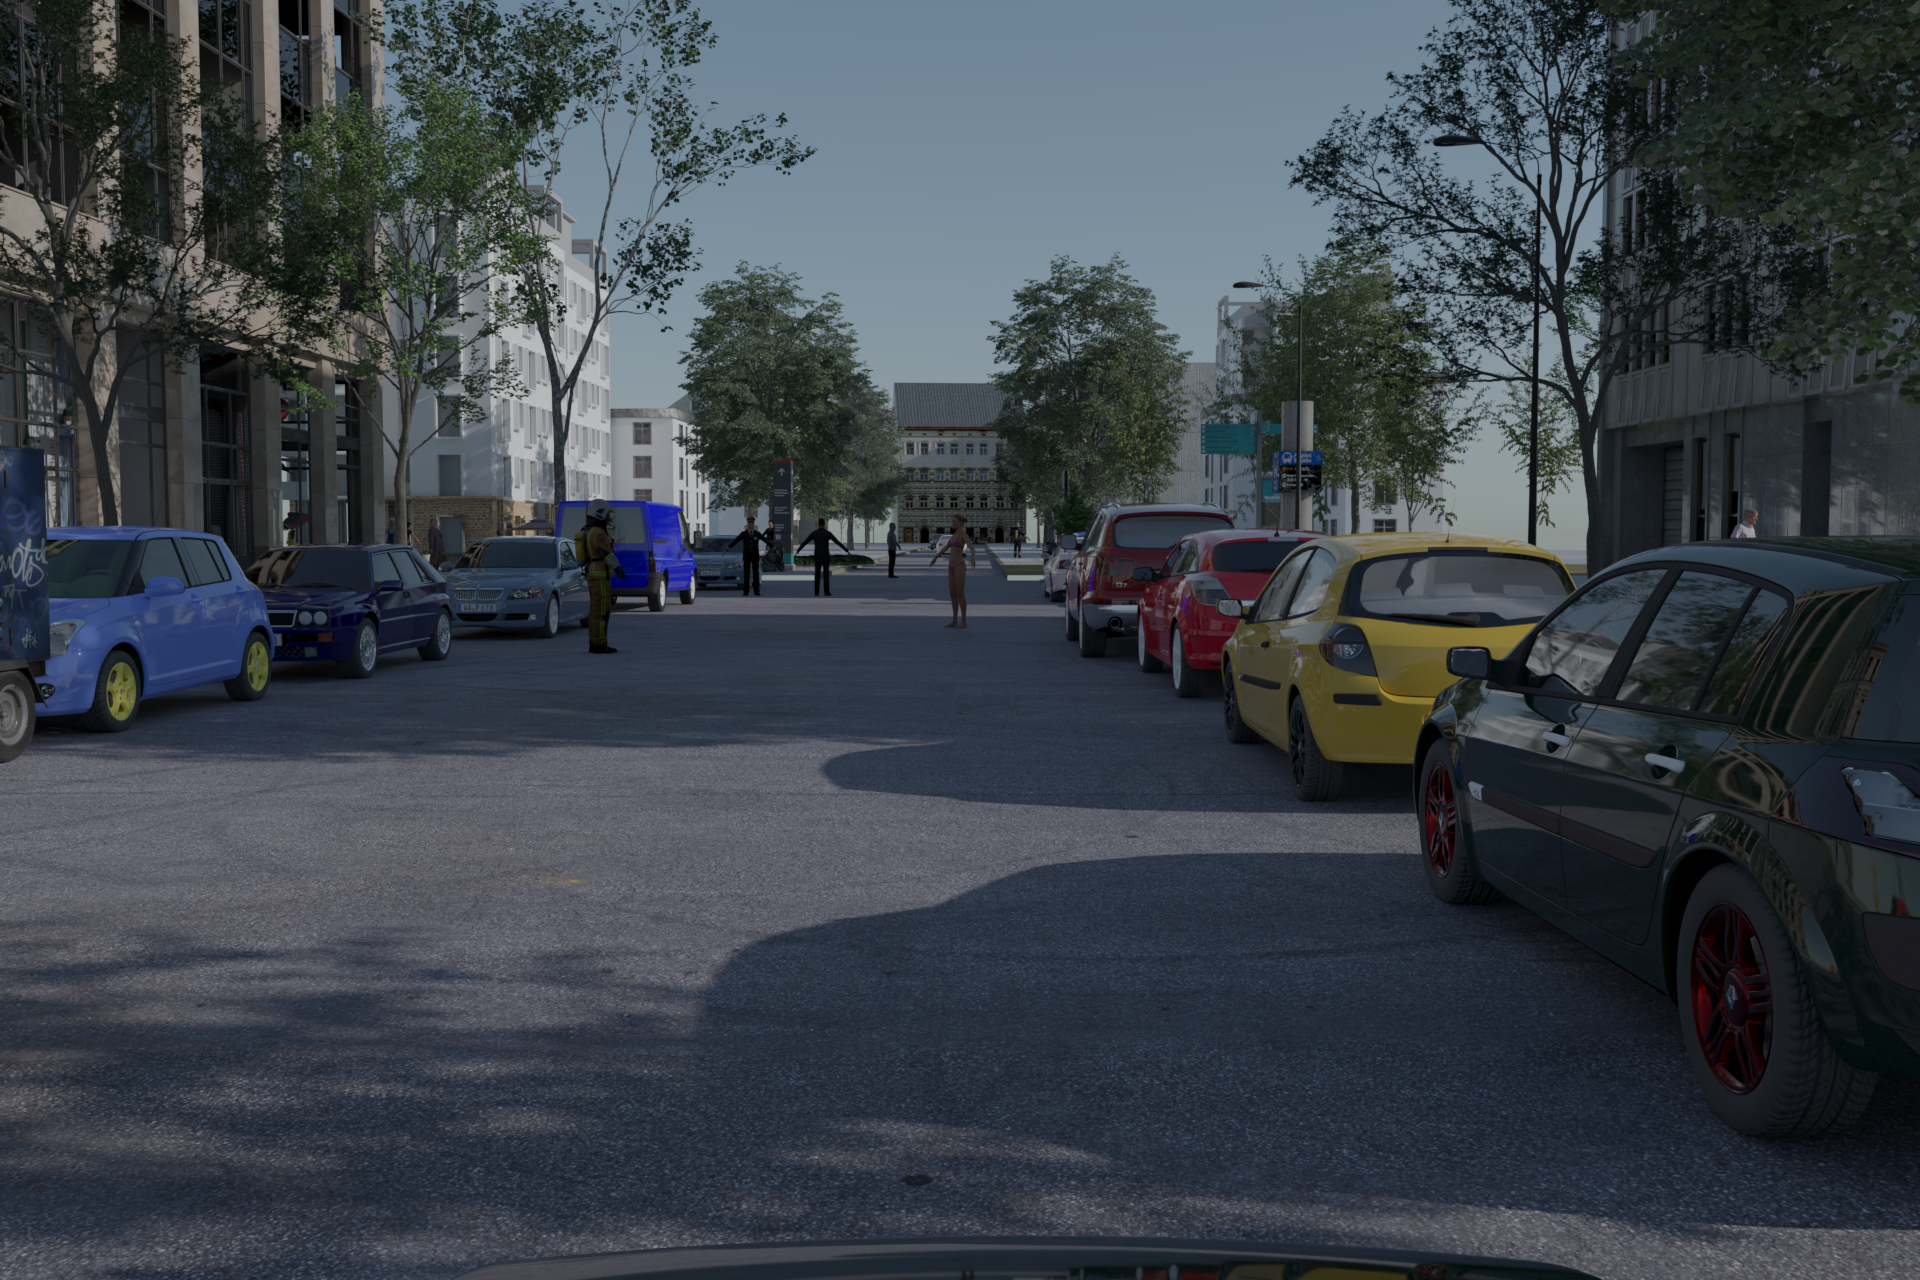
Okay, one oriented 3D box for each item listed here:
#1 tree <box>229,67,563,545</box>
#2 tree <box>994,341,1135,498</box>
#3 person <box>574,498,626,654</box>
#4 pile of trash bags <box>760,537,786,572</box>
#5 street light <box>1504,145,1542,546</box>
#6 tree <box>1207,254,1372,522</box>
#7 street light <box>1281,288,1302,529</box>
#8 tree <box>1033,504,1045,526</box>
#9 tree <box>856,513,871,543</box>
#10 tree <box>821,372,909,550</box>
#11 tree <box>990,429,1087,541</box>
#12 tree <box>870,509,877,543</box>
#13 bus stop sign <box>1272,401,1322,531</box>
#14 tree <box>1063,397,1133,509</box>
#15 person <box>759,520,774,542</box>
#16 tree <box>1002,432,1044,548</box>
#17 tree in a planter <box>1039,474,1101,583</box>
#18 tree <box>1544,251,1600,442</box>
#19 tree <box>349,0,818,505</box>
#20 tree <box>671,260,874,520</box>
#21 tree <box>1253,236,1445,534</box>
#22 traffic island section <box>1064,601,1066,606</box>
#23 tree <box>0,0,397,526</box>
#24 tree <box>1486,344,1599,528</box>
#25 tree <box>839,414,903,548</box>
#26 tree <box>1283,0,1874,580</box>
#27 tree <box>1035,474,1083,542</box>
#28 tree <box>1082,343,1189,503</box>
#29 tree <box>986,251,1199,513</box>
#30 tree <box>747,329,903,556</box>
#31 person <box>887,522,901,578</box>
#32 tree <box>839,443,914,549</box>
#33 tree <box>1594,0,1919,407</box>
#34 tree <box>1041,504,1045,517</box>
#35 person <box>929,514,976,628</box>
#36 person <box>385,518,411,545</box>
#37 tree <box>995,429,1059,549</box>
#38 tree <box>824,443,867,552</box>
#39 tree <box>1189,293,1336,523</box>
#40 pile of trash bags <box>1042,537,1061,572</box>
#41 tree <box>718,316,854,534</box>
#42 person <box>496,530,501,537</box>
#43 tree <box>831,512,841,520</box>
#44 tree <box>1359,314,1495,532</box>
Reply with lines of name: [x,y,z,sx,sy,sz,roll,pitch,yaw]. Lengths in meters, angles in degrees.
tree: [-12.597,-6.931,39.080,9.928,11.665,9.643,0,3,0]
tree: [7.282,-12.174,109.408,12.009,13.543,11.850,0,3,0]
person: [-4.318,-0.773,20.859,0.705,1.858,1.354,-2,4,-26]
pile of trash bags: [-6.919,-2.991,58.651,1.912,1.369,3.447,0,4,1]
street light: [7.286,-2.921,20.305,1.470,5.913,1.316,0,4,0]
tree: [8.748,-5.771,44.710,4.737,8.622,4.395,0,3,0]
street light: [6.793,-3.634,31.964,1.470,5.913,1.316,0,4,0]
tree: [14.356,-20.411,251.841,7.486,12.596,7.792,0,3,0]
tree: [-13.090,-18.047,245.424,4.737,8.622,4.395,0,3,0]
tree: [-8.673,-14.085,136.945,9.857,13.997,8.962,0,3,0]
tree: [6.782,-12.135,132.815,8.767,10.594,7.601,-2,4,-35]
tree: [-12.331,-18.406,251.296,4.360,8.622,3.978,0,3,0]
bus stop sign: [6.707,-2.784,34.539,0.837,3.901,0.837,0,4,1]
tree: [6.399,-8.419,88.013,4.360,8.622,3.978,0,3,0]
person: [-6.843,-3.451,62.608,1.347,1.806,0.705,2,4,30]
tree: [6.943,-14.007,154.772,9.928,11.665,9.643,0,3,0]
tree in a planter: [3.345,-3.295,51.097,1.991,3.239,1.994,0,4,1]
tree: [24.022,-8.179,59.476,9.928,11.665,9.643,0,3,0]
tree: [-11.179,-12.002,52.130,12.611,20.169,13.585,0,3,0]
tree: [-8.640,-10.595,79.882,9.857,13.997,8.962,0,3,0]
tree: [14.841,-9.079,66.570,7.486,12.596,7.792,0,3,0]
traffic island section: [3.083,-0.700,34.310,1.991,0.108,1.994,0,4,0]
tree: [-12.357,-5.536,24.922,8.767,10.594,7.601,-3,5,-44]
tree: [22.677,-7.158,67.399,4.737,8.622,4.395,0,3,0]
tree: [-8.805,-14.817,160.380,7.486,12.596,7.792,0,3,0]
tree: [9.327,-5.569,25.468,8.767,10.594,7.601,-1,4,-13]
tree: [6.669,-10.403,120.444,4.737,8.622,4.395,0,3,0]
tree: [6.914,-7.066,65.884,4.737,8.622,4.395,0,3,0]
tree: [5.817,-10.438,77.320,9.857,13.997,8.962,0,3,0]
tree: [-8.212,-11.724,102.054,12.009,13.543,11.850,0,3,0]
person: [-2.187,-2.934,56.558,0.705,1.813,1.348,-1,4,-16]
tree: [-8.118,-13.257,151.156,8.767,10.594,7.601,0,4,2]
tree: [9.192,-6.493,12.810,9.857,13.997,8.962,0,3,0]
tree: [13.324,-17.987,244.443,4.737,8.622,4.395,0,3,0]
person: [-0.102,-1.051,26.438,0.721,1.733,1.217,-2,4,-33]
person: [-19.419,-3.266,59.263,1.347,1.847,0.705,0,4,2]
tree: [6.844,-12.702,142.095,8.767,10.594,7.601,1,4,10]
tree: [-8.282,-10.469,121.528,4.360,8.622,3.978,0,3,0]
tree: [9.653,-6.235,52.305,4.360,8.622,3.978,0,3,0]
pile of trash bags: [3.753,-3.019,59.111,1.912,1.369,3.447,0,4,0]
tree: [-9.341,-10.561,90.799,7.486,12.596,7.792,0,3,0]
person: [-15.872,-3.071,59.471,0.991,1.433,0.599,-3,5,-40]
tree: [-19.984,-19.135,247.268,7.601,10.594,8.767,0,4,-8]
tree: [15.169,-6.552,57.480,4.737,8.622,4.395,0,3,0]
